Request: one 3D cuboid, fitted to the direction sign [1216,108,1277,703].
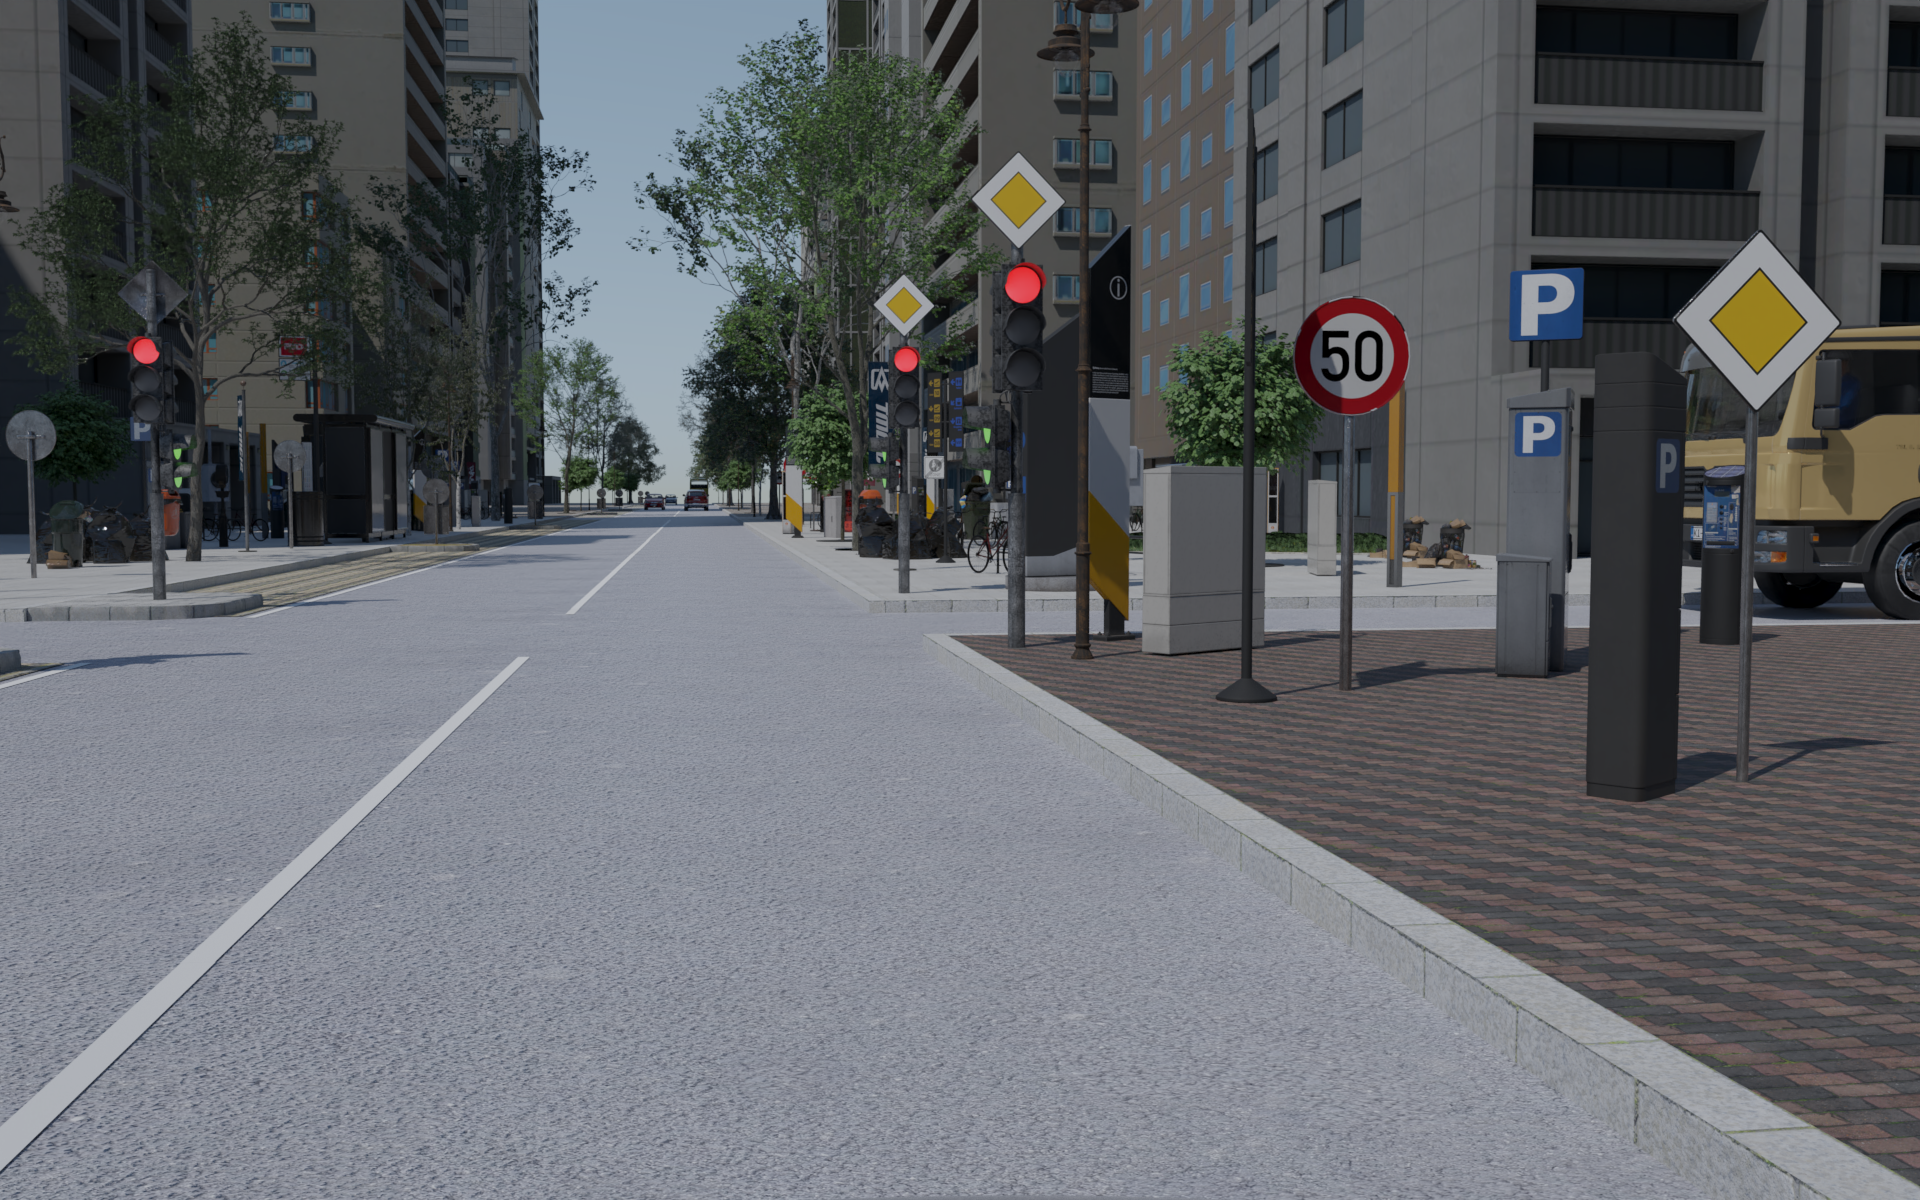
[{"bbox_3d":[1.785,-1.143,10.691,0.379,3.537,0.876,1,4,11],"label":"direction sign"}]

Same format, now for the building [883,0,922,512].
[{"bbox_3d":[4.961,-35.841,128.005,21.231,58.520,28.212,-1,4,-9],"label":"building"}]

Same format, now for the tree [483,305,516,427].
[{"bbox_3d":[-18.198,-6.870,62.683,4.360,8.622,3.978,0,3,0],"label":"tree"}]

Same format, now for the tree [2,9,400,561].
[{"bbox_3d":[-14.304,-6.020,32.844,7.601,10.594,8.767,-1,4,-20],"label":"tree"}]

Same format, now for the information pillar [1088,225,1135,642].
[{"bbox_3d":[1.290,-1.450,15.069,0.504,3.616,0.183,-3,4,-37],"label":"information pillar"}]

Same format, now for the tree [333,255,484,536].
[{"bbox_3d":[-17.006,-6.284,53.113,4.360,8.622,3.978,0,3,0],"label":"tree"}]

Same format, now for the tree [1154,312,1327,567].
[{"bbox_3d":[5.008,-2.877,30.759,4.285,4.588,4.351,0,3,0],"label":"tree"}]

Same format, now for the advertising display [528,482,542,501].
[{"bbox_3d":[-23.302,-5.490,94.971,0.974,1.923,0.123,2,4,34],"label":"advertising display"}]

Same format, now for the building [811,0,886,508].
[{"bbox_3d":[-6.909,-46.889,204.885,20.563,71.187,20.611,-1,4,-9],"label":"building"}]

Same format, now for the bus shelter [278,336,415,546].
[{"bbox_3d":[-16.500,-4.218,46.591,2.179,5.291,8.768,-1,4,-8],"label":"bus shelter"}]

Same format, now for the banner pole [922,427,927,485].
[{"bbox_3d":[-1.184,-4.104,57.110,0.863,3.779,0.401,3,5,41],"label":"banner pole"}]

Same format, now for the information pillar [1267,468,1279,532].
[{"bbox_3d":[8.860,-2.722,48.992,0.304,2.012,0.304,1,4,13],"label":"information pillar"}]

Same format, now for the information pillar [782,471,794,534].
[{"bbox_3d":[-5.487,-3.112,55.368,0.304,2.012,0.304,1,4,19],"label":"information pillar"}]

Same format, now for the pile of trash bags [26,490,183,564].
[{"bbox_3d":[-16.124,-1.441,33.308,1.912,1.369,3.447,1,4,8],"label":"pile of trash bags"}]

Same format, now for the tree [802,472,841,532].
[{"bbox_3d":[-4.799,-3.973,59.552,1.663,3.219,1.824,0,3,0],"label":"tree"}]

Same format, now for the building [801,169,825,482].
[{"bbox_3d":[-8.188,-40.047,244.013,28.713,52.752,27.495,-1,4,-9],"label":"building"}]

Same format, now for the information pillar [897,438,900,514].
[{"bbox_3d":[-2.164,-4.461,64.294,0.183,3.616,0.504,2,4,31],"label":"information pillar"}]

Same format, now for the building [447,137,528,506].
[{"bbox_3d":[-56.192,-31.138,192.703,14.154,41.232,14.086,-1,4,-9],"label":"building"}]

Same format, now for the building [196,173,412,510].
[{"bbox_3d":[-50.244,-15.935,105.574,27.650,21.520,28.899,-1,4,-9],"label":"building"}]

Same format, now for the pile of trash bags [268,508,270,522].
[{"bbox_3d":[-31.850,-4.248,79.204,3.447,1.369,1.912,-2,4,-24],"label":"pile of trash bags"}]

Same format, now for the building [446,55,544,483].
[{"bbox_3d":[-66.357,-38.106,212.265,28.713,52.752,27.495,-1,4,-9],"label":"building"}]

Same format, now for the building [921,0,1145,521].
[{"bbox_3d":[9.916,-28.418,88.333,21.300,48.544,21.600,-1,4,-9],"label":"building"}]

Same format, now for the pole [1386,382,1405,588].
[{"bbox_3d":[5.978,-1.829,23.739,0.158,3.312,0.155,0,3,0],"label":"pole"}]

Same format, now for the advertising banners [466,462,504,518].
[{"bbox_3d":[-25.799,-5.988,94.084,2.074,3.025,0.090,0,4,8],"label":"advertising banners"}]

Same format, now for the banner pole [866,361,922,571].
[{"bbox_3d":[-1.145,-2.378,28.902,0.863,3.779,0.401,-1,4,-18],"label":"banner pole"}]

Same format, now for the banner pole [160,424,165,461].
[{"bbox_3d":[-24.901,-3.914,54.008,0.863,3.779,0.401,3,4,38],"label":"banner pole"}]

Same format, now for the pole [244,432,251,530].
[{"bbox_3d":[-23.379,-3.850,56.795,0.158,3.312,0.155,0,3,0],"label":"pole"}]

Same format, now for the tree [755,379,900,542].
[{"bbox_3d":[-3.153,-3.853,46.716,4.285,4.588,4.351,0,3,0],"label":"tree"}]

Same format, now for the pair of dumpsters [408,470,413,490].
[{"bbox_3d":[-21.879,-3.938,66.880,1.574,2.255,4.437,-1,4,-8],"label":"pair of dumpsters"}]

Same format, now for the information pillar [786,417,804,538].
[{"bbox_3d":[-4.818,-3.614,50.438,0.504,3.616,0.183,0,4,8],"label":"information pillar"}]

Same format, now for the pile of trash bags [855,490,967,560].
[{"bbox_3d":[-1.283,-1.574,35.485,1.912,1.369,3.447,-2,4,-27],"label":"pile of trash bags"}]

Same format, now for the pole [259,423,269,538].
[{"bbox_3d":[-20.104,-3.436,50.024,0.158,3.312,0.155,0,3,0],"label":"pole"}]

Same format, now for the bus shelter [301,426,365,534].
[{"bbox_3d":[-20.637,-4.107,58.439,1.731,3.624,6.357,-1,4,-9],"label":"bus shelter"}]

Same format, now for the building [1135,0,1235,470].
[{"bbox_3d":[14.960,-25.256,63.047,14.600,45.320,14.200,-1,4,-9],"label":"building"}]

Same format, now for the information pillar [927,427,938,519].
[{"bbox_3d":[-0.802,-3.645,50.947,0.183,3.616,0.504,-3,4,-36],"label":"information pillar"}]

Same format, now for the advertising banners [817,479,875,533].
[{"bbox_3d":[-3.724,-3.762,57.696,2.074,3.025,0.090,0,4,4],"label":"advertising banners"}]

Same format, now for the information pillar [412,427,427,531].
[{"bbox_3d":[-18.553,-4.169,59.522,0.183,3.616,0.504,3,5,40],"label":"information pillar"}]

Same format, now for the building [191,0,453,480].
[{"bbox_3d":[-50.928,-30.974,130.135,21.300,48.544,21.600,-1,4,-9],"label":"building"}]

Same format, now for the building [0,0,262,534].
[{"bbox_3d":[-37.739,-38.159,62.155,20.563,71.187,20.611,-1,4,-9],"label":"building"}]

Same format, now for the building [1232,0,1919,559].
[{"bbox_3d":[20.025,-37.014,43.429,20.611,71.187,20.563,-1,4,-9],"label":"building"}]

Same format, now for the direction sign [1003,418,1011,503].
[{"bbox_3d":[1.314,-3.643,51.564,0.379,3.537,0.876,2,4,34],"label":"direction sign"}]

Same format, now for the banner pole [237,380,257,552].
[{"bbox_3d":[-15.921,-2.963,38.462,0.401,3.779,0.863,-2,4,-35],"label":"banner pole"}]

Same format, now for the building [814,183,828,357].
[{"bbox_3d":[-11.797,-32.981,222.833,14.154,41.232,14.086,-1,4,-9],"label":"building"}]

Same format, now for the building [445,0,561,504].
[{"bbox_3d":[-65.674,-48.811,236.315,20.563,71.187,20.611,-1,4,-9],"label":"building"}]

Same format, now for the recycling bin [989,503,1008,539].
[{"bbox_3d":[1.165,-2.286,49.936,0.722,1.027,0.722,-2,4,-30],"label":"recycling bin"}]

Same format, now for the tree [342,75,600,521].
[{"bbox_3d":[-23.046,-13.784,81.263,12.611,20.169,13.585,0,3,0],"label":"tree"}]

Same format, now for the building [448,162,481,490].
[{"bbox_3d":[-49.654,-23.100,149.382,14.160,30.474,14.107,-1,4,-9],"label":"building"}]

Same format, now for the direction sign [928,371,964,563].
[{"bbox_3d":[-0.267,-2.461,32.234,0.876,3.537,0.379,3,5,41],"label":"direction sign"}]
